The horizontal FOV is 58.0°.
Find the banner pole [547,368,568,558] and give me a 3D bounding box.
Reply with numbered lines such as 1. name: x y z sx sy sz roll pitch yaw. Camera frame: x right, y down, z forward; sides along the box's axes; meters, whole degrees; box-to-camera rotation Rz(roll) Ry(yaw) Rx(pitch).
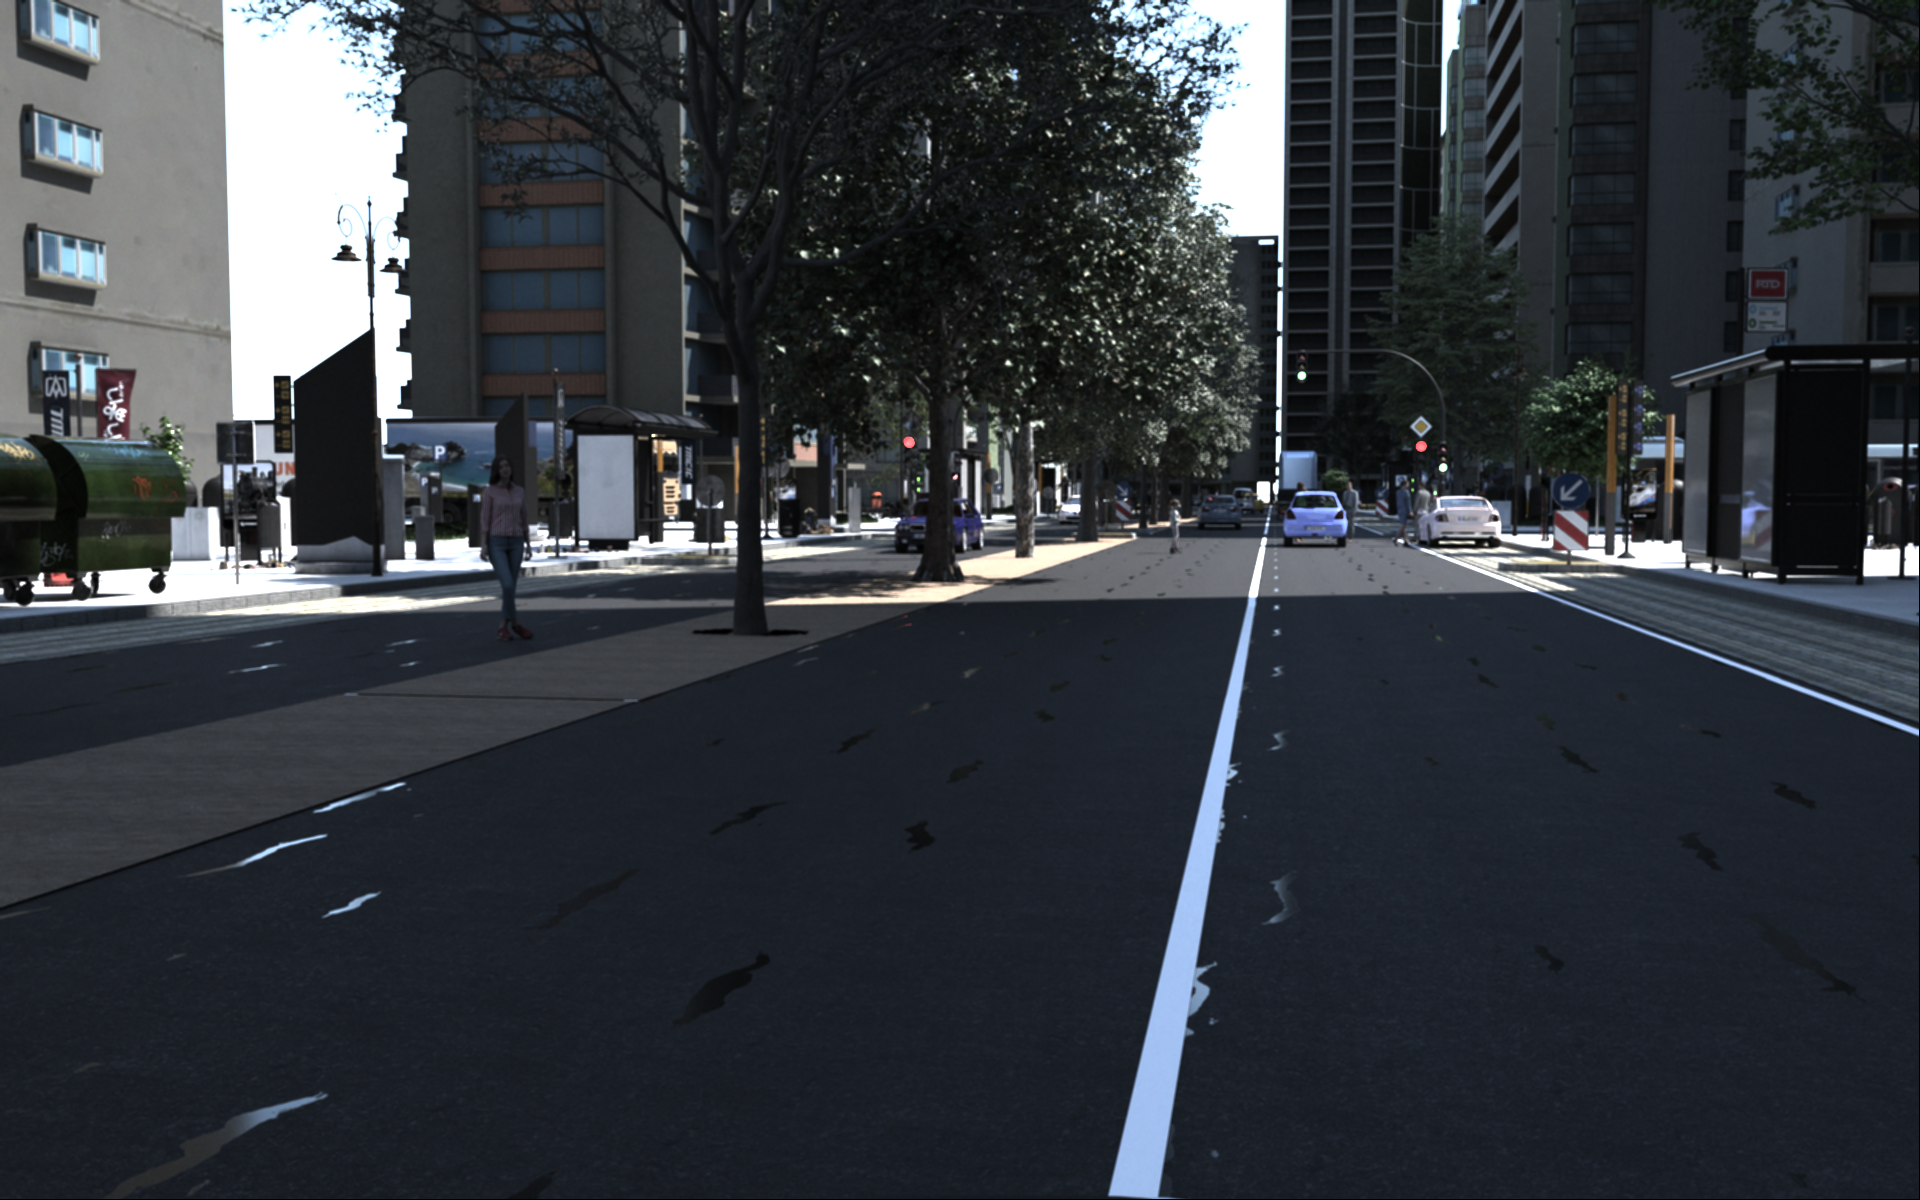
1. banner pole: -7.961 -2.715 34.414 0.401 3.779 0.863 -2 4 -29

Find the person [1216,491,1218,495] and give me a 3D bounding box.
1. person: 30.015 -11.808 201.430 0.599 1.838 0.709 1 4 8

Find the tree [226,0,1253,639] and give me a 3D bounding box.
1. tree: -2.130 -6.375 17.061 12.009 13.543 11.850 0 3 0

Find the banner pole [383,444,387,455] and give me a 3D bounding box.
1. banner pole: -25.163 -5.248 75.821 0.863 3.779 0.401 0 4 1

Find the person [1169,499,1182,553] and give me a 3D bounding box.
1. person: 5.240 -1.791 42.056 0.394 1.301 0.425 -1 4 -17

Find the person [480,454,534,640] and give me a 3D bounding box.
1. person: -4.482 -0.522 17.042 0.388 1.821 0.555 3 5 39

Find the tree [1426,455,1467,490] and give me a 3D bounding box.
1. tree: 34.149 -8.512 122.892 4.285 4.588 4.351 0 3 0

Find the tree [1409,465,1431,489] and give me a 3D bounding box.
1. tree: 26.658 -6.433 99.784 1.663 3.219 1.824 0 3 0

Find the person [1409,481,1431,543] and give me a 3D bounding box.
1. person: 13.526 -2.578 50.759 0.694 1.812 0.767 -2 4 -33

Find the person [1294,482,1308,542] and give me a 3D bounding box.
1. person: 10.232 -2.654 52.143 0.529 1.795 0.600 -3 4 -37

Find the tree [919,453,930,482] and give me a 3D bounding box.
1. tree: -1.469 -7.893 112.765 4.285 4.588 4.351 0 3 0

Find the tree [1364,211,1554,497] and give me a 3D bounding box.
1. tree: 19.835 -9.307 70.293 7.486 12.596 7.792 0 3 0

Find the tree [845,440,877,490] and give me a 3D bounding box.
1. tree: -7.025 -10.092 115.366 4.360 8.622 3.978 0 3 0

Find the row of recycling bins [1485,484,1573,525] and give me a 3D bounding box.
1. row of recycling bins: 23.641 -3.970 72.023 3.534 1.692 1.069 2 4 27

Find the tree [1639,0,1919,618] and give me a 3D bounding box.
1. tree: 10.709 -5.611 17.489 9.928 11.665 9.643 0 3 0

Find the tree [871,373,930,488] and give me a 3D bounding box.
1. tree: -2.097 -7.351 70.544 4.737 8.622 4.395 0 3 0

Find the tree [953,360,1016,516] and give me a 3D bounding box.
1. tree: 3.288 -10.815 102.581 9.928 11.665 9.643 0 3 0

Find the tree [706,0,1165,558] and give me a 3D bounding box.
1. tree: 0.408 -11.062 39.202 12.611 20.169 13.585 0 3 0

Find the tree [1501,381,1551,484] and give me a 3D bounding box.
1. tree: 36.733 -9.801 110.603 4.737 8.622 4.395 0 3 0

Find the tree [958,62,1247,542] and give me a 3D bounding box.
1. tree: 3.823 -8.725 51.769 9.857 13.997 8.962 0 3 0

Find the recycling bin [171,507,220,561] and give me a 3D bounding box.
1. recycling bin: -14.745 -1.276 33.419 0.722 1.027 0.722 -1 4 -9

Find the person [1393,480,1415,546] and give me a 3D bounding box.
1. person: 12.159 -2.392 47.640 0.654 1.822 0.581 -1 4 -13

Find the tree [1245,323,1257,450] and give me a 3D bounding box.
1. tree: 10.501 -11.015 89.202 9.857 13.997 8.962 0 3 0

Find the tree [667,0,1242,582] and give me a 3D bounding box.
1. tree: -0.316 -6.650 28.189 9.611 12.733 9.660 0 3 0

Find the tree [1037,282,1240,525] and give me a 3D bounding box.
1. tree: 8.981 -9.233 79.166 9.928 11.665 9.643 0 3 0

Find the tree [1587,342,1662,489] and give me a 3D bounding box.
1. tree: 32.185 -8.234 84.995 4.737 8.622 4.395 0 3 0

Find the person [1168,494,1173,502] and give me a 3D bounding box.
1. person: 19.339 -9.072 160.089 1.065 1.426 0.557 -1 4 -11

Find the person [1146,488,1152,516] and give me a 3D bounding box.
1. person: 12.379 -6.394 112.814 0.659 1.850 0.755 0 4 -6

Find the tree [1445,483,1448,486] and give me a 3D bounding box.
1. tree: 32.287 -7.521 117.562 1.663 3.219 1.824 0 3 0

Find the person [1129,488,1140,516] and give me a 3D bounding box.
1. person: 11.123 -6.247 110.597 0.822 1.834 0.622 1 4 13

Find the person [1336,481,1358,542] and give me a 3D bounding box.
1. person: 11.588 -2.634 51.658 0.391 1.810 0.635 -3 5 -44

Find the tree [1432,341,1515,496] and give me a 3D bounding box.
1. tree: 23.248 -7.901 79.551 4.360 8.622 3.978 0 3 0

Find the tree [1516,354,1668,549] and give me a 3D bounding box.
1. tree: 14.874 -3.501 40.949 4.285 4.588 4.351 0 3 0

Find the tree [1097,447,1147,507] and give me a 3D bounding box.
1. tree: 21.173 -16.232 199.800 7.601 10.594 8.767 3 5 42

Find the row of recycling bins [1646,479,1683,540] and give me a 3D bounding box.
1. row of recycling bins: 20.150 -2.492 47.852 1.069 1.692 3.534 -2 4 -34

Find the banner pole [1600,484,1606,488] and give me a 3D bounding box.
1. banner pole: 30.072 -5.523 80.324 0.401 3.779 0.863 -3 4 -38

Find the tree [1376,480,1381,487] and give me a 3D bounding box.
1. tree: 31.885 -8.263 129.698 1.663 3.219 1.824 0 3 0

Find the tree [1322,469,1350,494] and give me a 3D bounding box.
1. tree: 44.465 -13.553 205.300 4.285 4.588 4.351 0 3 0

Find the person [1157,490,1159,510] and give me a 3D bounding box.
1. person: 17.893 -8.973 155.745 0.750 1.759 0.617 -2 4 -24

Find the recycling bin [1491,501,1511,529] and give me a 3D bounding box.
1. recycling bin: 20.207 -3.190 64.716 0.722 1.027 0.722 1 4 16

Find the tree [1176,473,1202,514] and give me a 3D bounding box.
1. tree: 17.246 -10.533 125.036 4.360 8.622 3.978 0 3 0

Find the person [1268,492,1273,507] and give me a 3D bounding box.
1. person: 34.406 -11.104 191.526 0.593 1.643 0.415 0 4 4

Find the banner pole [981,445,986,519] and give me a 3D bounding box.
1. banner pole: 1.225 -6.078 89.389 0.401 3.779 0.863 0 4 5

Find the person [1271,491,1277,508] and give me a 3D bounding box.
1. person: 31.400 -10.014 172.678 0.683 1.767 0.568 -2 4 -28

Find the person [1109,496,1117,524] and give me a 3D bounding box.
1. person: 7.324 -4.558 83.202 0.511 1.800 0.466 3 5 42

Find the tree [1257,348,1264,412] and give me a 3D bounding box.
1. tree: 13.024 -11.677 100.023 9.857 13.997 8.962 0 3 0

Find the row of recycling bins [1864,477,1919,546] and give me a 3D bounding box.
1. row of recycling bins: 22.774 -2.216 43.343 3.534 1.692 1.069 2 4 26

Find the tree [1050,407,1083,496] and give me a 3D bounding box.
1. tree: 8.251 -10.910 128.736 4.360 8.622 3.978 0 3 0

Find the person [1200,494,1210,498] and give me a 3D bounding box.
1. person: 23.308 -9.498 163.891 1.348 1.812 0.705 1 4 13

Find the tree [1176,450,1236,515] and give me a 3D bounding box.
1. tree: 15.656 -12.110 118.587 7.486 12.596 7.792 0 3 0

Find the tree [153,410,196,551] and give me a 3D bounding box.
1. tree: -18.003 -2.745 39.489 1.663 3.219 1.824 0 3 0

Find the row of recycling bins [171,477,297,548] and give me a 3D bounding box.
1. row of recycling bins: -17.533 -2.149 42.255 3.534 1.692 1.069 -1 4 -21
